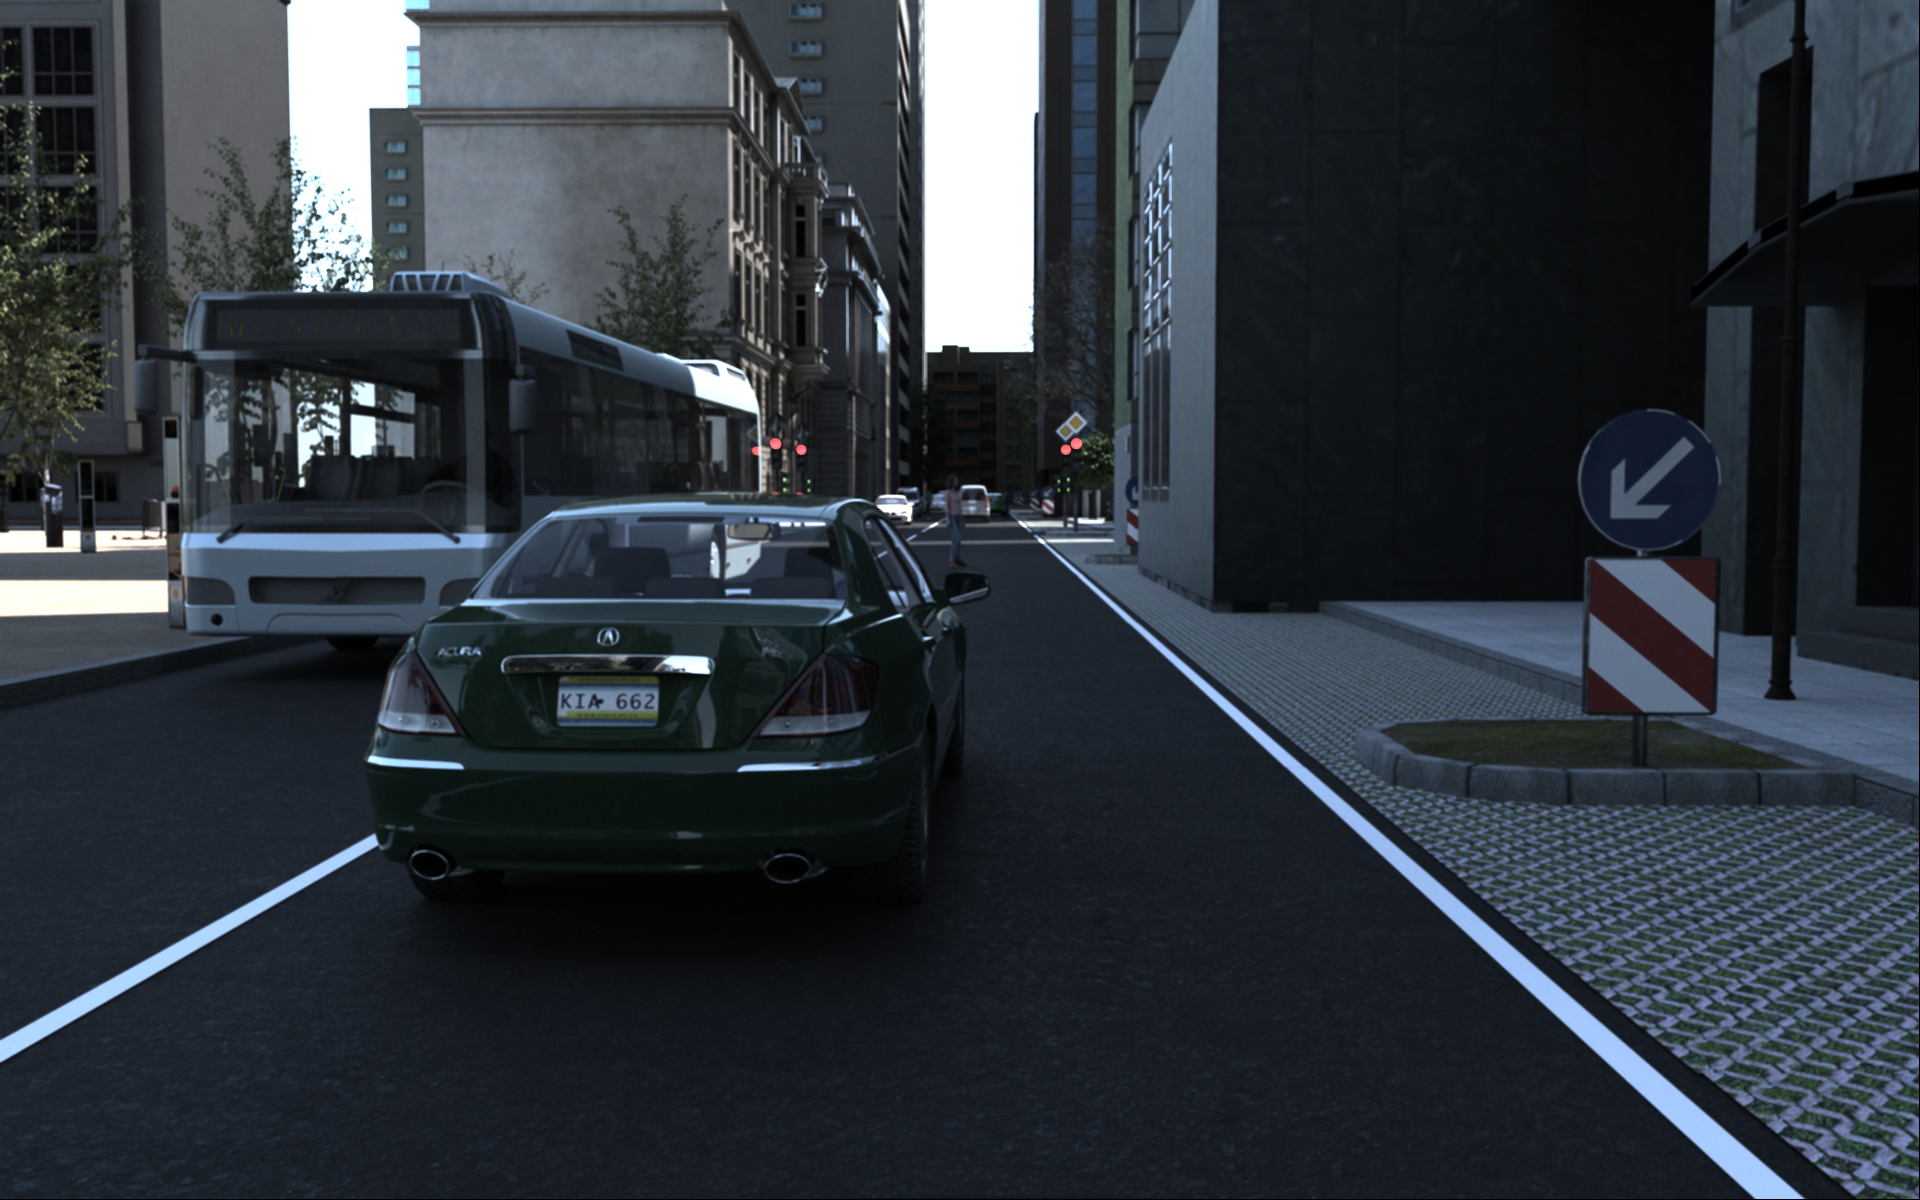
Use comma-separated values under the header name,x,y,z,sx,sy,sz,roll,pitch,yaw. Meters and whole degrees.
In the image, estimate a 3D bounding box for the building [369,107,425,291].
name,x,y,z,sx,sy,sz,roll,pitch,yaw
building,-56.336,-35.714,207.632,21.600,48.544,21.300,0,4,1

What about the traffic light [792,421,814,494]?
name,x,y,z,sx,sy,sz,roll,pitch,yaw
traffic light,-6.066,-4.765,66.835,0.839,4.253,0.868,0,4,1

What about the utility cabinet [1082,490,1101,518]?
name,x,y,z,sx,sy,sz,roll,pitch,yaw
utility cabinet,7.033,-5.140,92.722,0.318,1.500,1.173,3,5,43

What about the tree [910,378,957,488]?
name,x,y,z,sx,sy,sz,roll,pitch,yaw
tree,-4.916,-17.460,192.131,9.857,13.997,8.962,0,3,0

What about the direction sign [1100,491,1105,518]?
name,x,y,z,sx,sy,sz,roll,pitch,yaw
direction sign,7.712,-6.251,94.208,0.876,3.537,0.379,-1,4,-20

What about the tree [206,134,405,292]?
name,x,y,z,sx,sy,sz,roll,pitch,yaw
tree,-14.032,-5.162,34.763,4.737,8.622,4.395,0,3,0

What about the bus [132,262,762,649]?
name,x,y,z,sx,sy,sz,roll,pitch,yaw
bus,-4.460,-1.461,18.748,2.948,3.499,13.247,0,4,2

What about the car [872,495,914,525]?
name,x,y,z,sx,sy,sz,roll,pitch,yaw
car,-3.204,-4.225,81.443,2.083,1.381,4.827,0,4,0

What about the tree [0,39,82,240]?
name,x,y,z,sx,sy,sz,roll,pitch,yaw
tree,-15.453,-4.715,27.455,4.737,8.622,4.395,0,3,0

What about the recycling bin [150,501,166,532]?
name,x,y,z,sx,sy,sz,roll,pitch,yaw
recycling bin,-27.086,-2.833,58.866,0.722,1.027,0.722,-3,4,-38

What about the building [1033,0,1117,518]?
name,x,y,z,sx,sy,sz,roll,pitch,yaw
building,11.698,-27.654,102.259,14.600,45.320,14.200,0,4,1

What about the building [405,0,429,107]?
name,x,y,z,sx,sy,sz,roll,pitch,yaw
building,-61.589,-56.470,235.959,31.000,86.520,22.319,0,4,1

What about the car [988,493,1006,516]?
name,x,y,z,sx,sy,sz,roll,pitch,yaw
car,2.100,-6.374,113.007,1.959,1.807,4.718,0,4,-1

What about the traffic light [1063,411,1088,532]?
name,x,y,z,sx,sy,sz,roll,pitch,yaw
traffic light,3.910,-4.268,58.699,0.839,4.253,0.868,0,4,1

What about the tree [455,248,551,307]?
name,x,y,z,sx,sy,sz,roll,pitch,yaw
tree,-14.117,-6.180,51.410,4.360,8.622,3.978,0,3,0

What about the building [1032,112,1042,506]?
name,x,y,z,sx,sy,sz,roll,pitch,yaw
building,14.906,-30.879,188.471,14.154,41.232,14.086,0,4,1

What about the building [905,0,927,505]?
name,x,y,z,sx,sy,sz,roll,pitch,yaw
building,-14.610,-47.031,207.215,20.611,71.187,20.563,0,4,1

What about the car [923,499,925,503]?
name,x,y,z,sx,sy,sz,roll,pitch,yaw
car,-2.530,-9.094,161.269,1.945,1.354,3.894,0,4,2

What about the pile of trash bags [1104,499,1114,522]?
name,x,y,z,sx,sy,sz,roll,pitch,yaw
pile of trash bags,8.290,-4.284,79.804,3.447,1.369,1.912,2,4,24

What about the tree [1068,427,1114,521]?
name,x,y,z,sx,sy,sz,roll,pitch,yaw
tree,6.711,-6.165,84.515,4.285,4.588,4.351,0,3,0

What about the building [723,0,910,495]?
name,x,y,z,sx,sy,sz,roll,pitch,yaw
building,-15.534,-32.345,152.548,21.300,48.544,21.600,0,4,1

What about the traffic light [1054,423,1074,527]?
name,x,y,z,sx,sy,sz,roll,pitch,yaw
traffic light,4.044,-4.756,66.683,0.839,4.253,0.868,0,4,1

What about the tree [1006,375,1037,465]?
name,x,y,z,sx,sy,sz,roll,pitch,yaw
tree,7.775,-13.602,148.153,9.928,11.665,9.643,0,3,0

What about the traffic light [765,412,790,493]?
name,x,y,z,sx,sy,sz,roll,pitch,yaw
traffic light,-6.200,-4.277,58.851,0.839,4.253,0.868,0,4,1

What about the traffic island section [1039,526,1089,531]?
name,x,y,z,sx,sy,sz,roll,pitch,yaw
traffic island section,4.084,-2.723,66.796,2.009,0.180,2.903,0,4,1

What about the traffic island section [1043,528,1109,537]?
name,x,y,z,sx,sy,sz,roll,pitch,yaw
traffic island section,3.950,-2.234,58.812,2.009,0.180,2.903,0,4,1

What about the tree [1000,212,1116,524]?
name,x,y,z,sx,sy,sz,roll,pitch,yaw
tree,6.792,-10.078,75.152,12.009,13.543,11.850,0,3,0

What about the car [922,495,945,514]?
name,x,y,z,sx,sy,sz,roll,pitch,yaw
car,-1.786,-7.066,127.888,2.083,1.381,4.827,0,4,0

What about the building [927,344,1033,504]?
name,x,y,z,sx,sy,sz,roll,pitch,yaw
building,-0.442,-24.137,239.677,28.899,21.520,27.650,0,4,1

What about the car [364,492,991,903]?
name,x,y,z,sx,sy,sz,roll,pitch,yaw
car,-0.950,0.261,7.527,2.131,1.459,4.920,0,4,3

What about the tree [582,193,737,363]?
name,x,y,z,sx,sy,sz,roll,pitch,yaw
tree,-7.552,-5.671,43.080,4.737,8.622,4.395,0,3,0
